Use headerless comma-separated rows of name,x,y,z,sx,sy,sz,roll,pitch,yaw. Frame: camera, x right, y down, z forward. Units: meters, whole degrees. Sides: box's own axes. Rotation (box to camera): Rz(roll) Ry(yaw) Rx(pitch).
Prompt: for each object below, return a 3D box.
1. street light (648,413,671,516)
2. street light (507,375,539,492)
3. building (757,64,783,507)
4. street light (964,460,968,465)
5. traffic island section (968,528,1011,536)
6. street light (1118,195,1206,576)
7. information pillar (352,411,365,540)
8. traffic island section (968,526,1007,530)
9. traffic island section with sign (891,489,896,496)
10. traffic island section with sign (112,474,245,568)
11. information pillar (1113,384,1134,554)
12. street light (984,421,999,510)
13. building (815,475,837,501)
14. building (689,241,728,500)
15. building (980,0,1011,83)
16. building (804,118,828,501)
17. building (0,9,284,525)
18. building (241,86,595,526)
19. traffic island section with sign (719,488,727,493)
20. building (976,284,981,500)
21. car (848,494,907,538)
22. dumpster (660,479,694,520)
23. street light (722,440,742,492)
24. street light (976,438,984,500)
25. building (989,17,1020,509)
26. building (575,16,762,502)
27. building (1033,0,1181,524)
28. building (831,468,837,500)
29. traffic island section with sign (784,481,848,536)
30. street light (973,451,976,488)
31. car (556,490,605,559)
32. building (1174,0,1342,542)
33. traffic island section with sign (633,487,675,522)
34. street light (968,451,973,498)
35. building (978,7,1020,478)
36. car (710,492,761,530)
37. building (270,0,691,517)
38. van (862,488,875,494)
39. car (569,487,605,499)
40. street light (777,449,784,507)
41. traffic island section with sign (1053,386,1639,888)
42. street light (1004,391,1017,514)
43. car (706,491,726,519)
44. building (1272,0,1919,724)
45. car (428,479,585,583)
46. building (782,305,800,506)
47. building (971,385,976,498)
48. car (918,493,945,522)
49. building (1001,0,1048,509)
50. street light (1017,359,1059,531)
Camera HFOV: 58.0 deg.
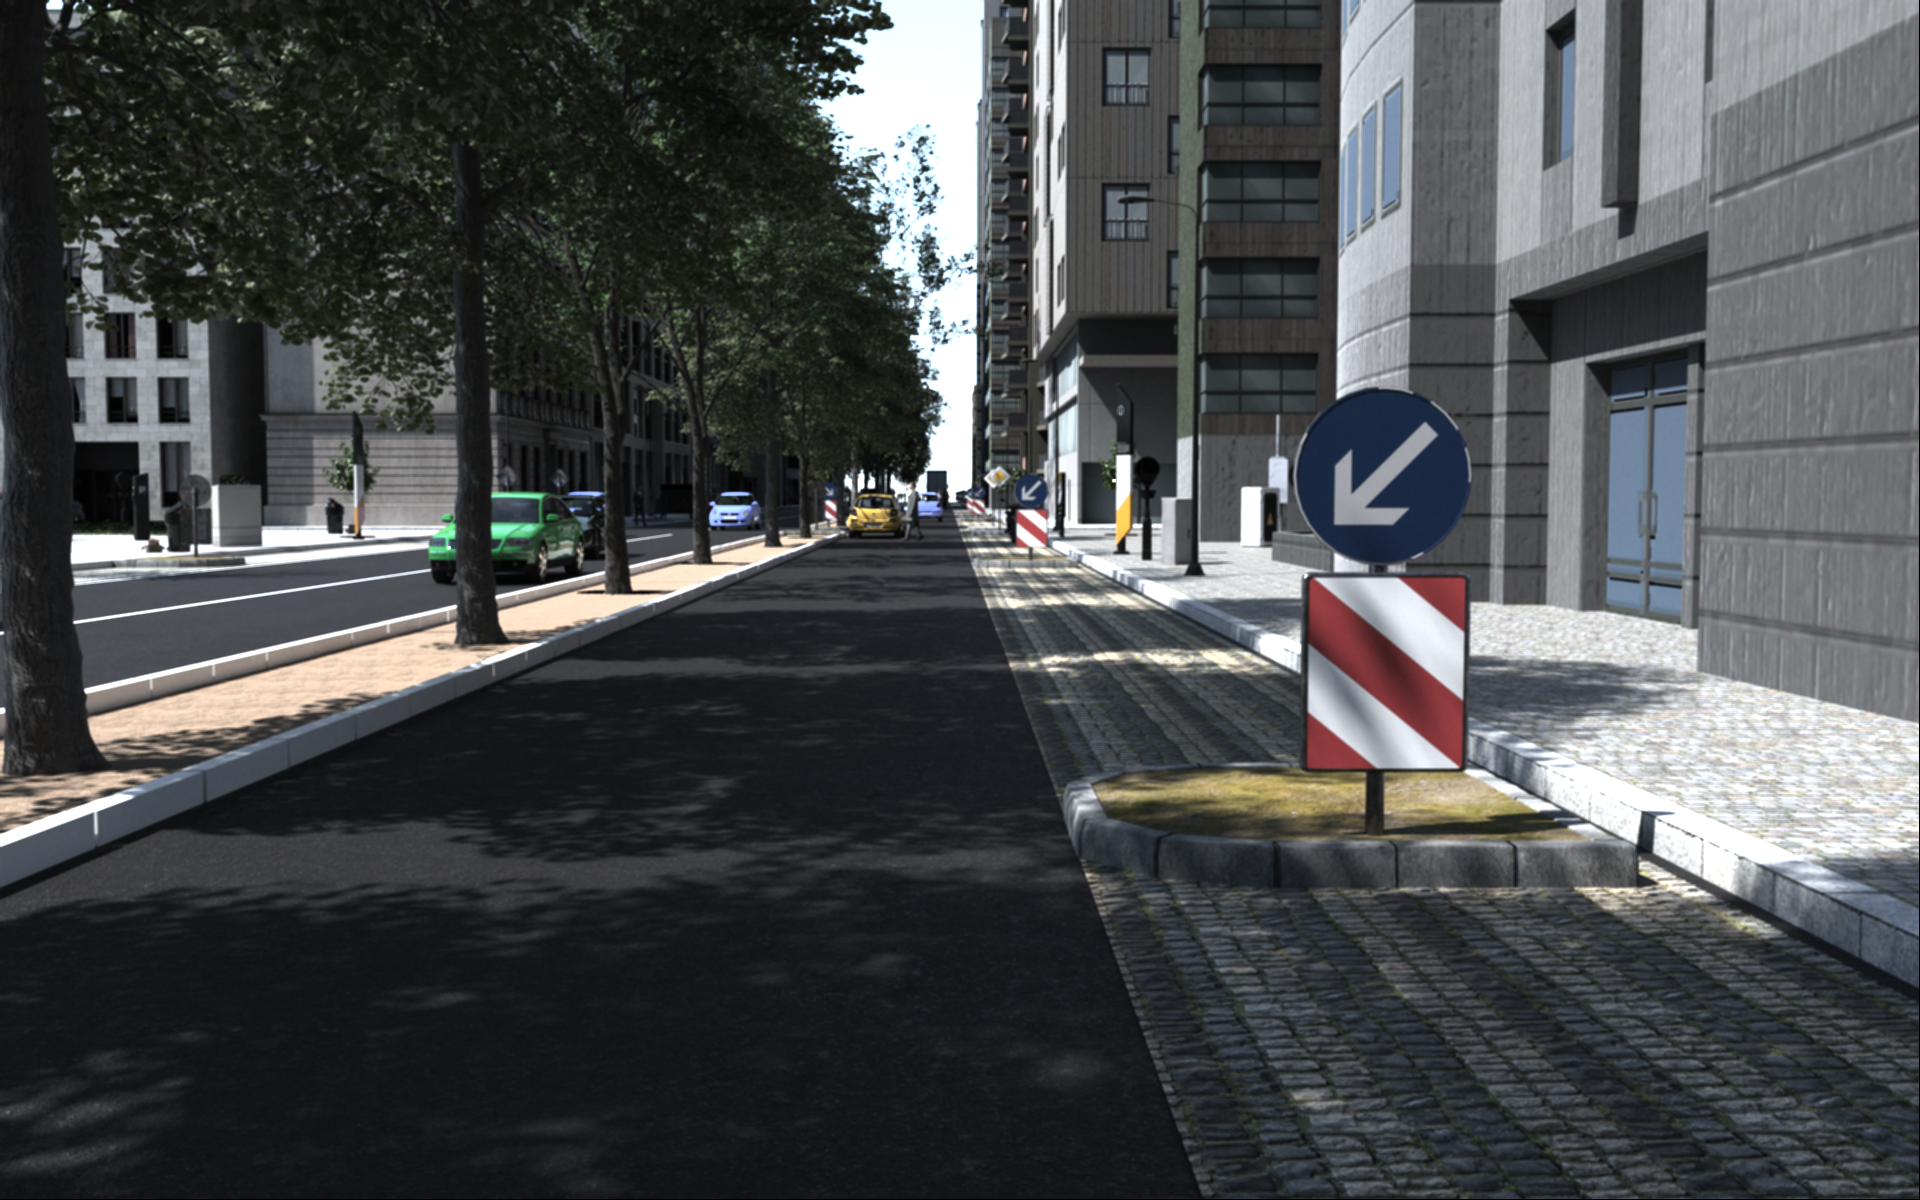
street light,-17.312,-7.789,99.889,1.470,5.913,1.316,0,4,0
street light,-17.115,-5.818,67.673,1.470,5.913,1.316,0,4,0
building,-29.403,-38.406,169.933,21.231,58.520,28.212,0,4,0
street light,1.608,-15.068,218.903,1.470,5.913,1.316,0,4,0
traffic island section,1.390,-2.298,59.850,2.009,0.180,2.903,0,4,0
street light,3.149,-3.336,27.077,1.470,5.913,1.316,0,4,0
information pillar,-16.990,-3.521,48.926,0.183,3.616,0.504,0,4,5
traffic island section,1.330,-2.786,67.835,2.009,0.180,2.903,0,4,0
traffic island section with sign,-5.638,-8.223,142.585,2.006,1.907,1.989,0,4,0
traffic island section with sign,-15.407,-1.578,34.422,1.989,1.847,2.006,0,4,0
information pillar,3.494,-2.781,36.827,0.183,3.616,0.504,-2,4,-33
street light,2.465,-8.417,110.163,1.470,5.913,1.316,0,4,0
building,-30.195,-37.530,268.242,22.147,44.769,28.867,0,4,0
building,-23.712,-18.566,132.435,11.050,23.489,19.941,0,4,0
building,12.995,-40.494,204.074,21.231,58.520,28.212,0,4,0
building,-32.509,-39.747,239.100,28.713,52.752,27.495,0,4,0
building,-37.468,-13.279,71.859,16.860,20.320,10.420,0,4,0
building,-22.994,-13.005,77.254,10.561,19.102,19.286,0,4,0
traffic island section with sign,-16.035,-6.615,116.780,1.989,1.847,2.006,0,4,0
building,9.193,-28.533,238.216,14.160,30.474,14.107,0,4,0
car,-2.727,-2.890,57.480,2.015,1.641,3.980,0,4,1
dumpster,-15.693,-5.588,96.315,1.985,2.255,1.502,0,3,0
street light,-17.577,-9.759,132.105,1.470,5.913,1.316,0,4,0
street light,2.265,-10.418,142.877,1.470,5.913,1.316,0,4,0
building,9.587,-28.693,152.727,14.154,41.232,14.086,0,4,0
building,-24.896,-30.526,149.202,14.600,45.320,14.200,0,4,0
building,17.133,-30.188,82.814,27.495,52.752,28.713,0,4,0
building,-27.418,-37.127,290.624,14.154,41.232,14.086,0,4,0
traffic island section with sign,-5.021,-3.175,60.041,2.006,1.907,1.989,0,4,0
street light,2.131,-11.116,154.288,1.470,5.913,1.316,0,4,0
car,-8.843,-1.797,39.175,2.009,1.686,4.222,0,4,-2
building,13.384,-17.160,52.267,14.160,30.474,14.107,0,4,0
traffic island section with sign,-15.835,-4.966,89.826,1.989,1.847,2.006,0,4,0
street light,1.907,-13.087,186.505,1.470,5.913,1.316,0,4,0
building,13.900,-33.974,175.090,23.786,49.044,30.456,0,4,0
car,-9.010,-3.667,69.553,1.945,1.707,3.694,0,4,0
building,-28.369,-18.314,103.957,19.350,26.468,34.151,0,4,0
van,-8.352,-9.713,163.192,2.240,2.365,5.245,0,4,0
car,-12.459,-2.930,57.496,1.945,1.707,3.694,0,4,1
street light,-17.889,-12.458,176.230,1.470,5.913,1.316,0,4,0
traffic island section with sign,1.455,0.088,7.197,1.989,1.847,2.006,0,4,0
street light,2.657,-6.447,77.947,1.470,5.913,1.316,0,4,0
car,-13.034,-5.248,94.837,2.155,1.783,4.494,0,3,0
building,15.749,-29.285,20.809,21.231,58.520,28.212,0,4,0
car,-7.596,-1.253,29.286,1.959,1.807,4.718,0,4,0
building,-29.470,-34.977,195.568,21.300,48.544,21.600,0,4,0
building,15.877,-27.119,288.429,27.650,21.520,28.899,0,4,0
car,-1.738,-4.872,89.250,1.945,1.707,3.694,0,4,-1
building,14.326,-28.954,128.017,22.147,44.769,28.867,0,4,0
street light,2.814,-5.333,59.731,1.470,5.913,1.316,0,4,0
